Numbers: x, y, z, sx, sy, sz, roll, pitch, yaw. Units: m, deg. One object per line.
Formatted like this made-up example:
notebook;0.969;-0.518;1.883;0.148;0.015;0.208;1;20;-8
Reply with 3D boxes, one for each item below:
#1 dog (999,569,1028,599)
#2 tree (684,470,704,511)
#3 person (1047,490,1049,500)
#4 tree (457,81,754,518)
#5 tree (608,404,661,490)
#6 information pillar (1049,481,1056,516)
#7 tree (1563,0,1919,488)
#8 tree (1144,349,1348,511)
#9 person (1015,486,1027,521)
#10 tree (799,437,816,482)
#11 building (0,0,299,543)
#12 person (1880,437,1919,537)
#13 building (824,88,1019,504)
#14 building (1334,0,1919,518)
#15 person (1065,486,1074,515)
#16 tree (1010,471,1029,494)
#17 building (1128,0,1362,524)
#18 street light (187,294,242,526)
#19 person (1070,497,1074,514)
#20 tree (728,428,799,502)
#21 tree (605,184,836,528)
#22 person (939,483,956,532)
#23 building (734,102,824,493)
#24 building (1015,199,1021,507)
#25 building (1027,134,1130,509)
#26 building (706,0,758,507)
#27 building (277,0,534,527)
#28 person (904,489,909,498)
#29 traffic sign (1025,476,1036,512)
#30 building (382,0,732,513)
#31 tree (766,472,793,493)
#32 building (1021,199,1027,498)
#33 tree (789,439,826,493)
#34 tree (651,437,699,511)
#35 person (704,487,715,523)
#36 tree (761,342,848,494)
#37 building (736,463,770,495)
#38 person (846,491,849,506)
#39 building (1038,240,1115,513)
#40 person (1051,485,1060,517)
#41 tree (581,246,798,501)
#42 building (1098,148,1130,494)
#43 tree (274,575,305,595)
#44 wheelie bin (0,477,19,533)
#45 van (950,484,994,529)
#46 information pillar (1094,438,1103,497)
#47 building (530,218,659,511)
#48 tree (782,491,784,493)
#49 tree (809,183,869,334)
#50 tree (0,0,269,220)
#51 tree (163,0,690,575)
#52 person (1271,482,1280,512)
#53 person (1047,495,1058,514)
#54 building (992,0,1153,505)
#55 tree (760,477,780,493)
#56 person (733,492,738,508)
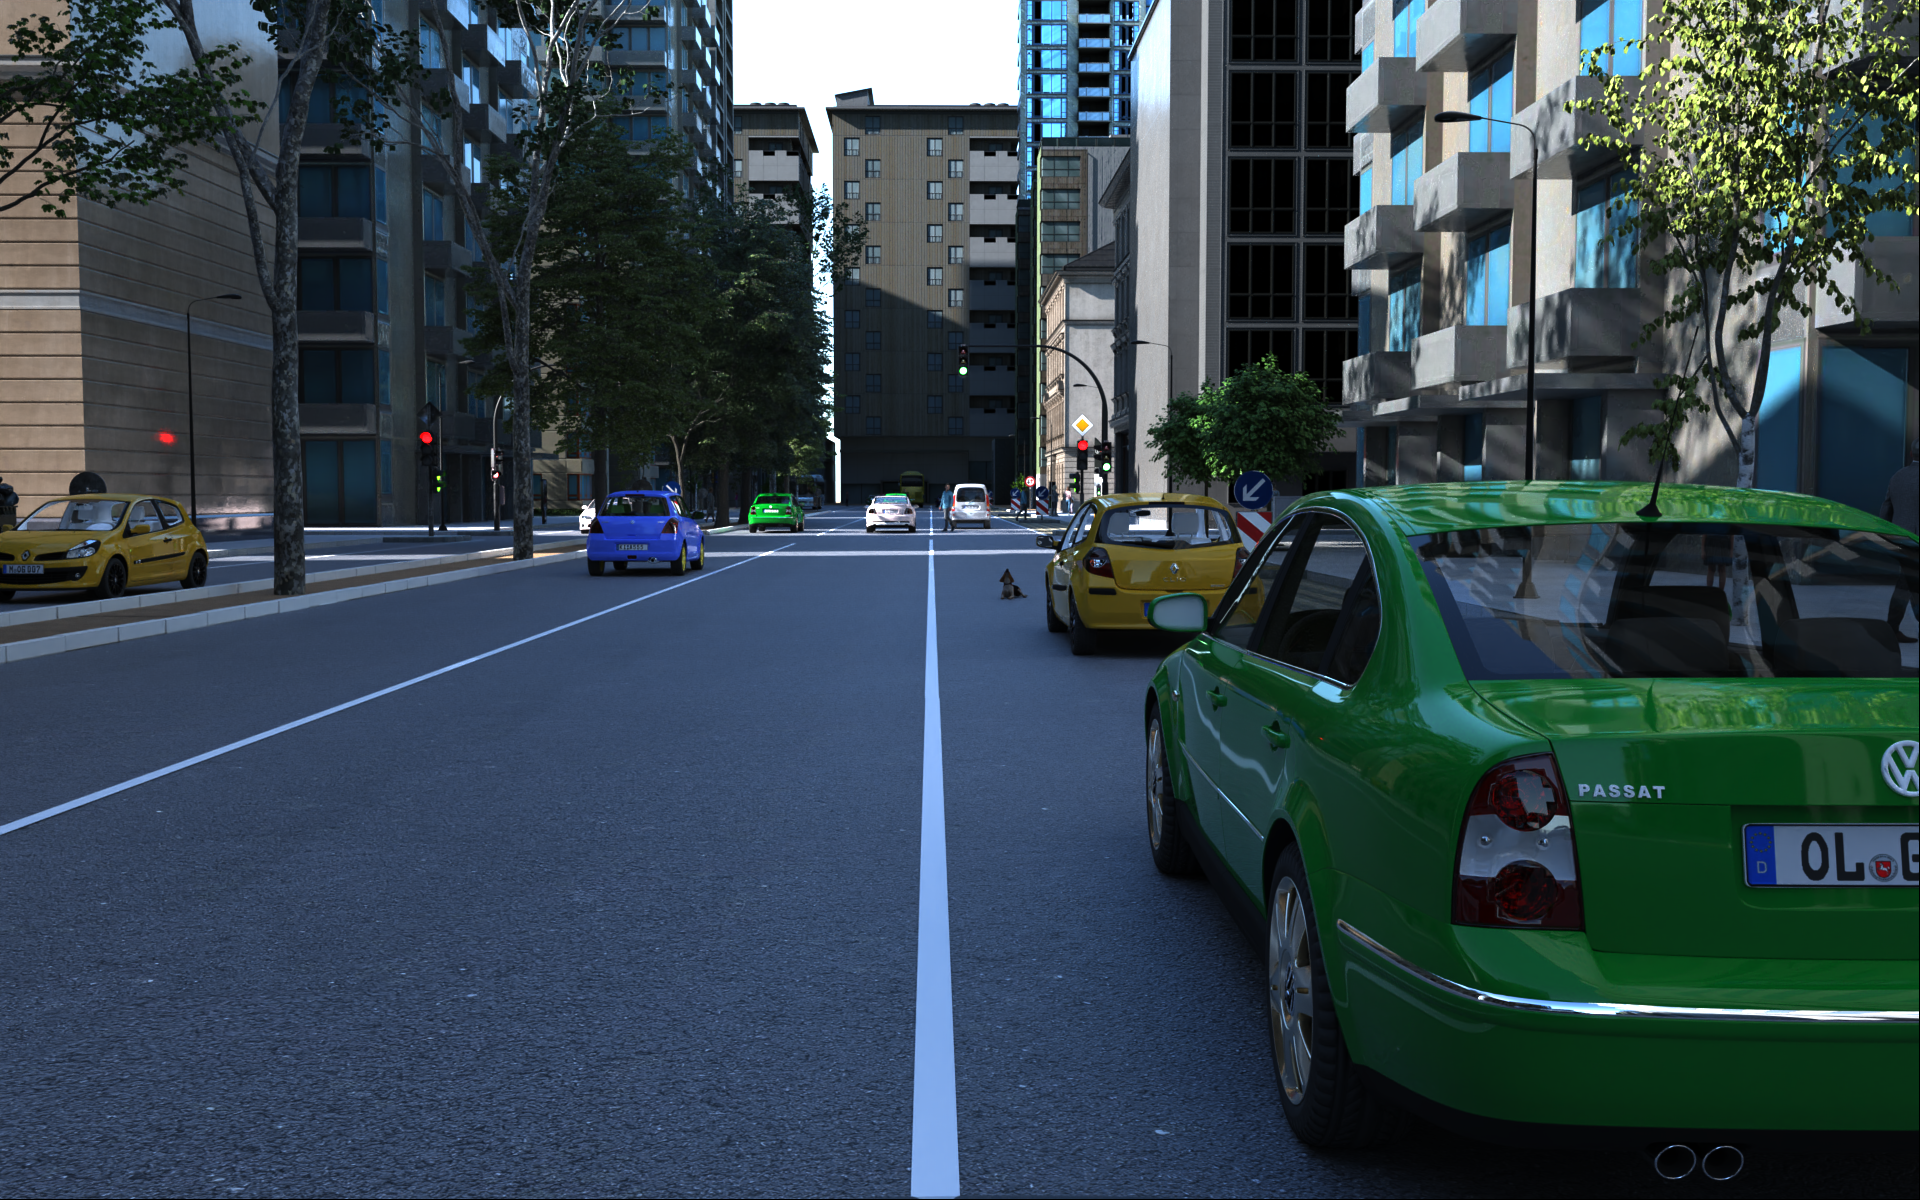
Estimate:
dog;0.774;-0.228;23.915;0.748;0.427;0.550;-2;4;-33
tree;-20.552;-8.475;133.160;1.663;3.219;1.824;0;3;0
person;5.906;-6.480;112.089;0.679;1.850;0.850;0;4;-2
tree;-10.091;-7.800;48.115;7.486;12.596;7.792;0;3;0
tree;-19.763;-9.571;106.853;4.737;8.622;4.395;0;3;0
information pillar;5.373;-5.882;100.655;0.304;2.012;0.304;-2;4;-25
tree;7.794;-4.063;16.795;4.737;8.622;4.395;0;3;0
tree;7.054;-3.396;39.233;4.285;4.588;4.351;0;3;0
person;3.296;-5.060;91.090;0.748;1.841;0.638;1;4;17
tree;-10.881;-9.943;115.390;4.360;8.622;3.978;0;3;0
building;-29.476;-15.818;44.529;20.117;28.700;13.634;0;4;-1
person;8.368;-0.527;15.052;0.834;1.777;0.661;-1;4;-19
building;-3.404;-39.409;233.582;27.495;52.752;28.713;0;4;-1
building;21.134;-25.459;35.871;23.786;49.044;30.456;0;4;-1
person;6.589;-6.017;105.008;0.593;1.750;0.643;2;4;31
tree;4.992;-9.184;144.765;1.663;3.219;1.824;0;3;0
building;22.387;-15.250;68.404;30.058;24.678;14.314;0;4;-1
street light;-17.361;-4.146;40.328;1.470;5.913;1.316;0;4;-1
person;7.035;-6.091;109.916;0.425;1.301;0.394;0;4;0
tree;-10.621;-8.363;89.548;4.360;8.622;3.978;0;3;0
tree;-9.955;-9.967;72.065;9.857;13.997;8.962;0;3;0
person;-0.426;-3.535;66.163;0.748;1.841;0.638;-2;4;-30
building;-31.351;-39.389;233.252;27.495;52.752;28.713;0;4;-1
building;12.393;-24.481;171.973;14.160;30.474;14.107;0;4;-1
building;13.240;-22.728;143.305;14.160;30.474;14.107;0;4;-1
building;-31.391;-45.071;175.160;20.563;71.187;20.611;0;4;-1
building;-32.093;-28.035;77.977;23.786;49.044;30.456;0;4;-1
person;-3.820;-6.929;122.004;0.699;1.804;1.509;0;4;3
traffic sign;4.964;-7.492;122.601;0.768;2.556;0.104;0;4;8
building;-32.826;-32.453;150.214;23.786;49.044;30.456;0;4;-1
tree;-20.837;-13.280;200.845;4.285;4.588;4.351;0;3;0
building;13.267;-23.593;157.444;14.160;30.474;14.107;0;4;-1
tree;-11.316;-10.254;120.465;4.737;8.622;4.395;0;3;0
tree;-19.601;-10.365;119.833;4.360;8.622;3.978;0;3;0
person;-12.357;-4.702;85.722;0.624;1.780;0.694;0;4;-6
tree;-10.921;-11.470;108.124;7.486;12.596;7.792;0;3;0
building;-38.316;-54.122;197.564;31.000;86.520;22.319;0;4;-1
person;-13.145;-11.908;203.727;0.750;1.759;0.617;3;4;37
building;11.518;-16.000;126.235;10.561;19.102;19.286;0;4;-1
person;5.470;-5.659;98.750;0.526;1.800;0.537;1;4;8
tree;-10.018;-7.710;62.920;8.767;10.594;7.601;0;4;-1
building;13.087;-15.010;96.331;10.553;20.767;40.483;0;4;-1
tree;-10.748;-10.182;24.825;12.611;20.169;13.585;0;3;0
wheelie bin;-17.381;-1.422;31.157;0.693;1.594;0.980;0;4;1
van;0.431;-3.993;72.297;2.013;2.044;4.112;0;4;0
information pillar;5.764;-4.911;71.650;0.504;3.616;0.183;3;5;40
building;-36.454;-16.594;116.357;27.650;21.520;28.899;0;4;-1
tree;-20.840;-12.900;205.518;1.663;3.219;1.824;0;3;0
tree;-11.759;-14.642;97.748;12.611;20.169;13.585;0;3;0
tree;-9.137;-5.222;13.596;9.928;11.665;9.643;0;3;0
tree;-10.632;-10.958;37.516;12.611;20.169;13.585;0;3;0
person;10.885;-3.248;60.149;0.512;1.701;0.522;-2;4;-30
person;5.876;-6.418;110.880;0.836;1.842;0.656;2;4;31
building;15.289;-53.850;193.121;22.319;86.520;31.000;0;4;-1
tree;-21.034;-11.963;190.190;1.663;3.219;1.824;0;3;0
person;-20.178;-8.970;155.925;0.599;1.433;0.991;1;4;15
